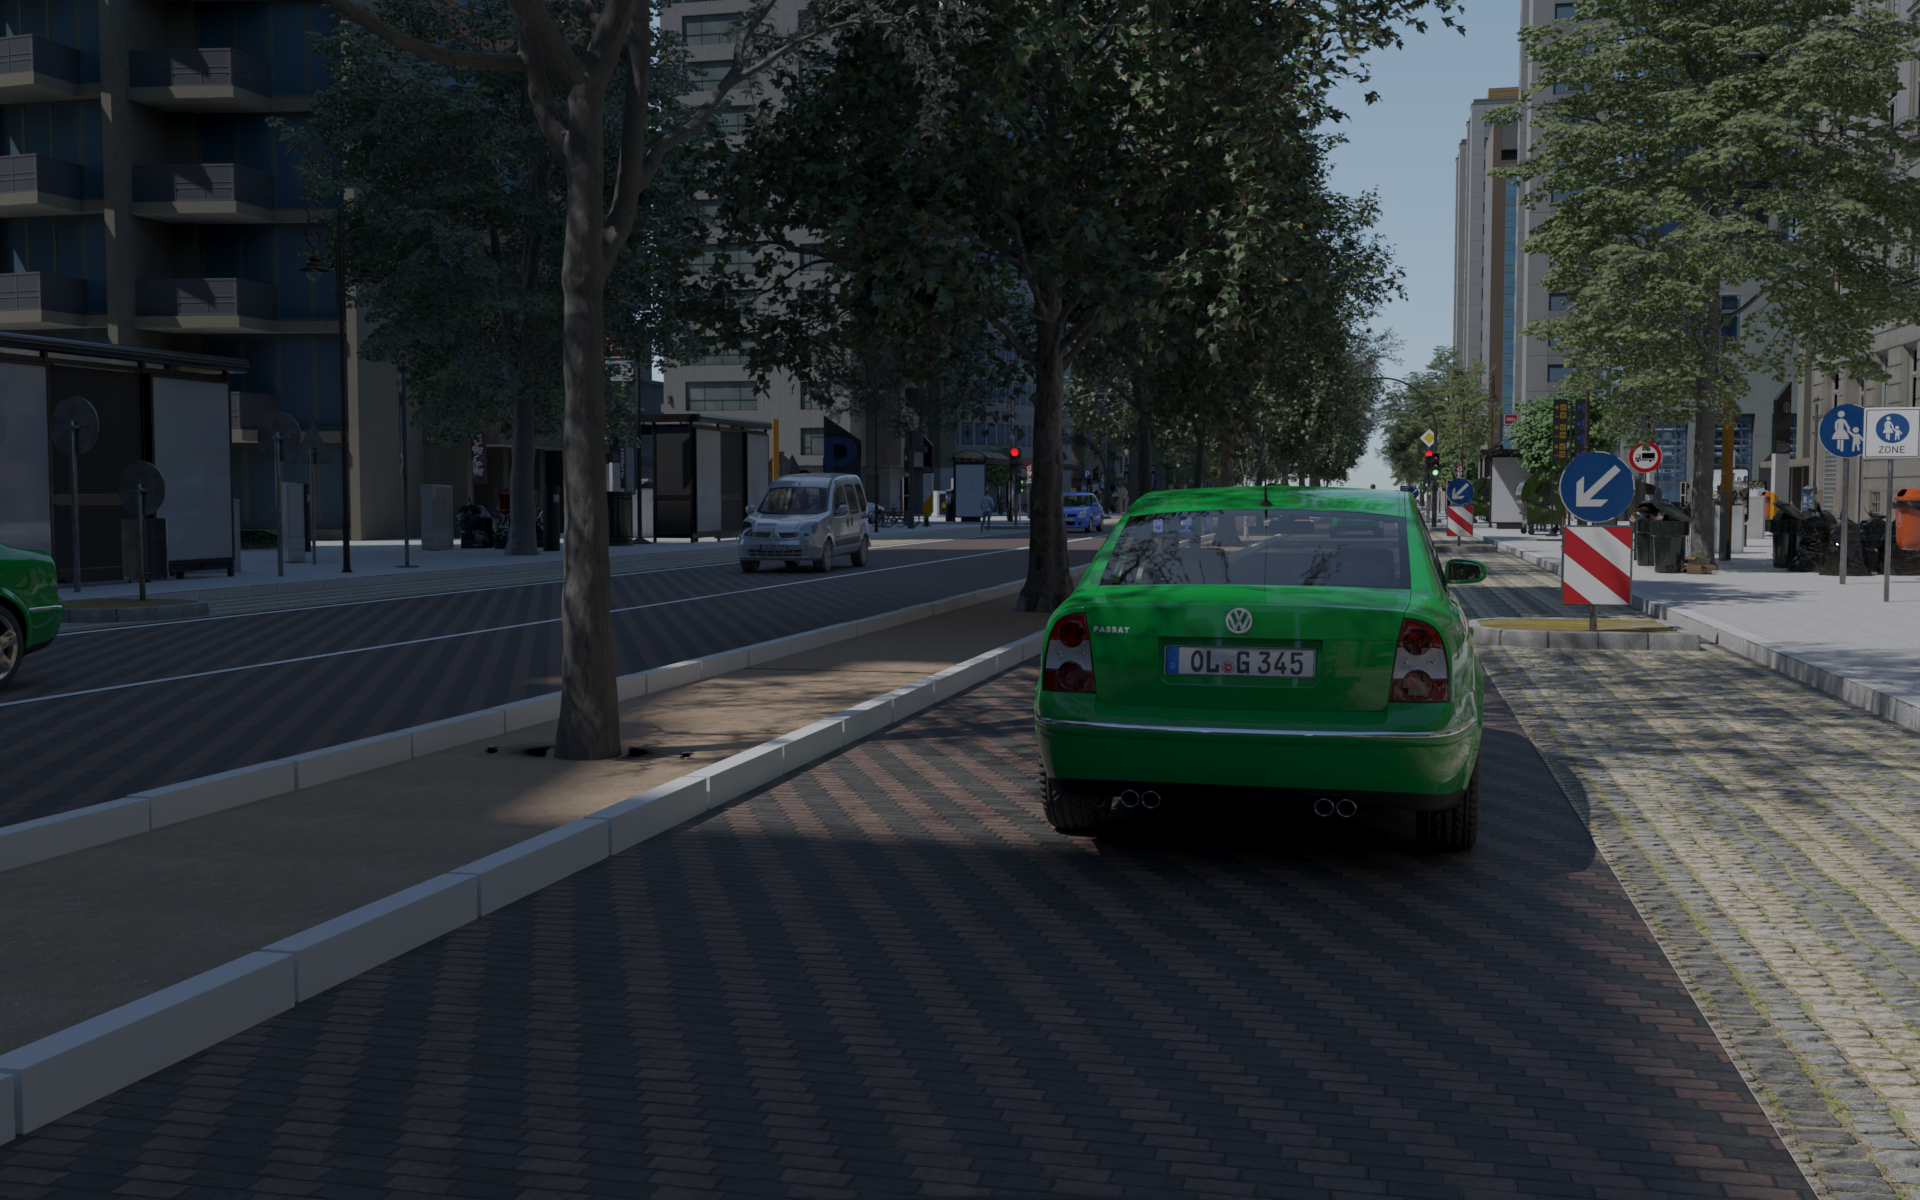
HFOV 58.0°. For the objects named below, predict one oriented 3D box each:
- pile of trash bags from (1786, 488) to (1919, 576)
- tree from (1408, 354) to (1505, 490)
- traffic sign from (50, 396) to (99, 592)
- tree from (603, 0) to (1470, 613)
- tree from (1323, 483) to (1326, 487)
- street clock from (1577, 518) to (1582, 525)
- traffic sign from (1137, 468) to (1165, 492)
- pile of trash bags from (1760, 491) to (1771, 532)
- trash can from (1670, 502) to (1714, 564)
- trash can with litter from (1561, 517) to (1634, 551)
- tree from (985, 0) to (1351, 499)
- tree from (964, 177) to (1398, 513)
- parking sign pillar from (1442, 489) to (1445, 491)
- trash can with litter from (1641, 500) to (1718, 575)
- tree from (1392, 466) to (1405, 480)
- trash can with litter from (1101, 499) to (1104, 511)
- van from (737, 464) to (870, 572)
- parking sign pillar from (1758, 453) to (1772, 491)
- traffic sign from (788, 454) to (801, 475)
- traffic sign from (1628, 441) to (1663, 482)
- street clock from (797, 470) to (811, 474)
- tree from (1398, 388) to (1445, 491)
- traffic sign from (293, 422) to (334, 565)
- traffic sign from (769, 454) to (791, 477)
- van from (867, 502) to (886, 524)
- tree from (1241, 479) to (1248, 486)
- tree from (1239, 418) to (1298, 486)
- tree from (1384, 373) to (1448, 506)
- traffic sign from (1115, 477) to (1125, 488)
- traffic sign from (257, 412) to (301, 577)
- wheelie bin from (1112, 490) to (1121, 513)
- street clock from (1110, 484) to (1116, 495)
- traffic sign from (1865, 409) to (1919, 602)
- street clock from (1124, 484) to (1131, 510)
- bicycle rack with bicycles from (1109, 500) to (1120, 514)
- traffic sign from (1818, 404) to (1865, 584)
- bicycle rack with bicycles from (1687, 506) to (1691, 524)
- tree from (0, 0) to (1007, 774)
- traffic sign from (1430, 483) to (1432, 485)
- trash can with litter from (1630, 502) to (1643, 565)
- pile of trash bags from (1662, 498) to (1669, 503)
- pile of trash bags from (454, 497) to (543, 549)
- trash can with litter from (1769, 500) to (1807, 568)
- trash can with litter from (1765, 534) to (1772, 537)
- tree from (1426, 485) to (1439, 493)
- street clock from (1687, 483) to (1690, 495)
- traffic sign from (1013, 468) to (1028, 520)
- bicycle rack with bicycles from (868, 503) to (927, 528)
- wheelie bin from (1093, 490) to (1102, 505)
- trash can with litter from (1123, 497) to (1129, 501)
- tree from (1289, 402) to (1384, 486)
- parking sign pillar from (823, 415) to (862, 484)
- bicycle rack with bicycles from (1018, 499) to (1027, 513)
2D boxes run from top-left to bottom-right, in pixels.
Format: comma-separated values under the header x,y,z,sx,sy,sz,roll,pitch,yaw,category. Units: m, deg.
x,y,z,sx,sy,sz,roll,pitch,yaw,category
14.462,-1.071,27.267,1.912,1.369,3.447,1,4,9,pile of trash bags
26.674,-8.644,91.687,4.737,8.622,4.395,0,3,0,tree
-11.527,-1.372,22.538,0.768,2.556,0.104,1,4,16,traffic sign
1.055,-6.192,20.699,9.611,12.733,9.660,0,3,0,tree
30.844,-11.837,146.347,4.737,8.622,4.395,0,3,0,tree
20.574,-3.230,57.373,0.358,2.002,0.471,-2,4,-30,street clock
15.052,-8.737,136.716,2.265,3.308,0.079,1,4,18,traffic sign
26.811,-2.999,58.791,1.912,1.369,3.447,0,4,1,pile of trash bags
13.547,-1.250,32.089,0.748,1.137,0.748,0,3,0,trash can
14.838,-1.711,39.034,1.678,1.210,2.233,-2,4,-30,trash can with litter
3.214,-6.247,30.345,9.928,11.665,9.643,0,3,0,tree
5.286,-6.254,39.120,8.767,10.594,7.601,1,4,13,tree
40.858,-9.563,144.828,1.447,3.967,1.447,-3,4,-37,parking sign pillar
11.714,-1.014,27.966,0.624,1.170,1.055,-3,5,-39,trash can with litter
55.015,-15.939,210.968,4.737,8.622,4.395,0,3,0,tree
10.744,-7.377,131.996,1.055,1.170,0.624,-2,4,-25,trash can with litter
-2.948,-1.599,33.148,2.013,2.044,4.112,1,4,11,van
51.241,-7.423,109.840,1.447,3.967,1.447,-1,4,-12,parking sign pillar
-5.512,-3.479,56.886,0.884,2.594,0.081,1,4,19,traffic sign
16.460,-2.541,41.649,0.768,2.556,0.104,1,4,23,traffic sign
-4.611,-2.859,51.310,0.471,2.002,0.358,-1,4,-8,street clock
41.264,-13.350,152.685,7.601,10.594,8.767,0,4,-2,tree
-11.656,-1.908,31.196,0.884,2.594,0.081,1,4,18,traffic sign
-5.803,-3.392,55.571,0.768,2.556,0.104,1,4,17,traffic sign
-5.292,-4.216,75.950,4.112,2.044,2.013,1,4,14,van
32.175,-17.706,207.626,7.486,12.596,7.792,0,3,0,tree
9.071,-6.227,54.632,4.360,8.622,3.978,0,3,0,tree
48.690,-16.831,181.839,9.857,13.997,8.962,0,3,0,tree
11.638,-7.717,126.273,0.768,2.556,0.104,1,4,20,traffic sign
-10.575,-1.638,26.888,0.768,2.556,0.104,1,4,14,traffic sign
10.797,-6.818,119.379,0.693,1.594,0.980,0,4,-5,wheelie bin
11.422,-7.633,129.362,0.358,2.002,0.471,-2,4,-28,street clock
11.021,-1.126,20.540,0.606,2.300,0.079,1,4,17,traffic sign
11.882,-7.246,123.046,0.471,2.002,0.358,0,4,5,street clock
9.574,-6.131,113.624,2.852,0.926,2.925,1,4,19,bicycle rack with bicycles
12.552,-1.495,24.555,0.768,2.556,0.104,1,4,16,traffic sign
31.611,-3.803,75.561,2.925,0.926,2.852,3,5,40,bicycle rack with bicycles
-2.021,-5.893,9.175,12.009,13.543,11.850,0,3,0,tree
33.604,-7.515,122.968,0.768,2.556,0.104,1,4,22,traffic sign
12.363,-1.206,31.109,0.624,1.170,1.055,1,4,22,trash can with litter
35.079,-4.796,88.173,1.912,1.369,3.447,2,4,26,pile of trash bags
-11.484,-1.948,41.601,3.447,1.369,1.912,2,4,25,pile of trash bags
14.534,-1.130,29.863,0.624,1.170,1.055,-3,4,-36,trash can with litter
24.244,-2.522,52.296,2.233,1.210,1.678,1,4,18,trash can with litter
45.441,-10.578,167.555,1.663,3.219,1.824,0,3,0,tree
46.596,-6.527,111.279,0.471,2.002,0.358,1,4,17,street clock
2.940,-5.189,84.952,0.768,2.556,0.104,1,4,19,traffic sign
-2.604,-3.246,66.454,2.925,0.926,2.852,-1,4,-20,bicycle rack with bicycles
9.449,-6.831,119.598,0.693,1.594,0.980,1,4,15,wheelie bin
11.518,-6.731,121.446,0.624,1.170,1.055,0,4,6,trash can with litter
27.053,-13.534,130.401,9.857,13.997,8.962,0,3,0,tree
-4.004,-4.317,59.048,1.447,3.967,1.447,0,4,3,parking sign pillar
5.088,-6.309,116.531,2.925,0.926,2.852,2,4,25,bicycle rack with bicycles
